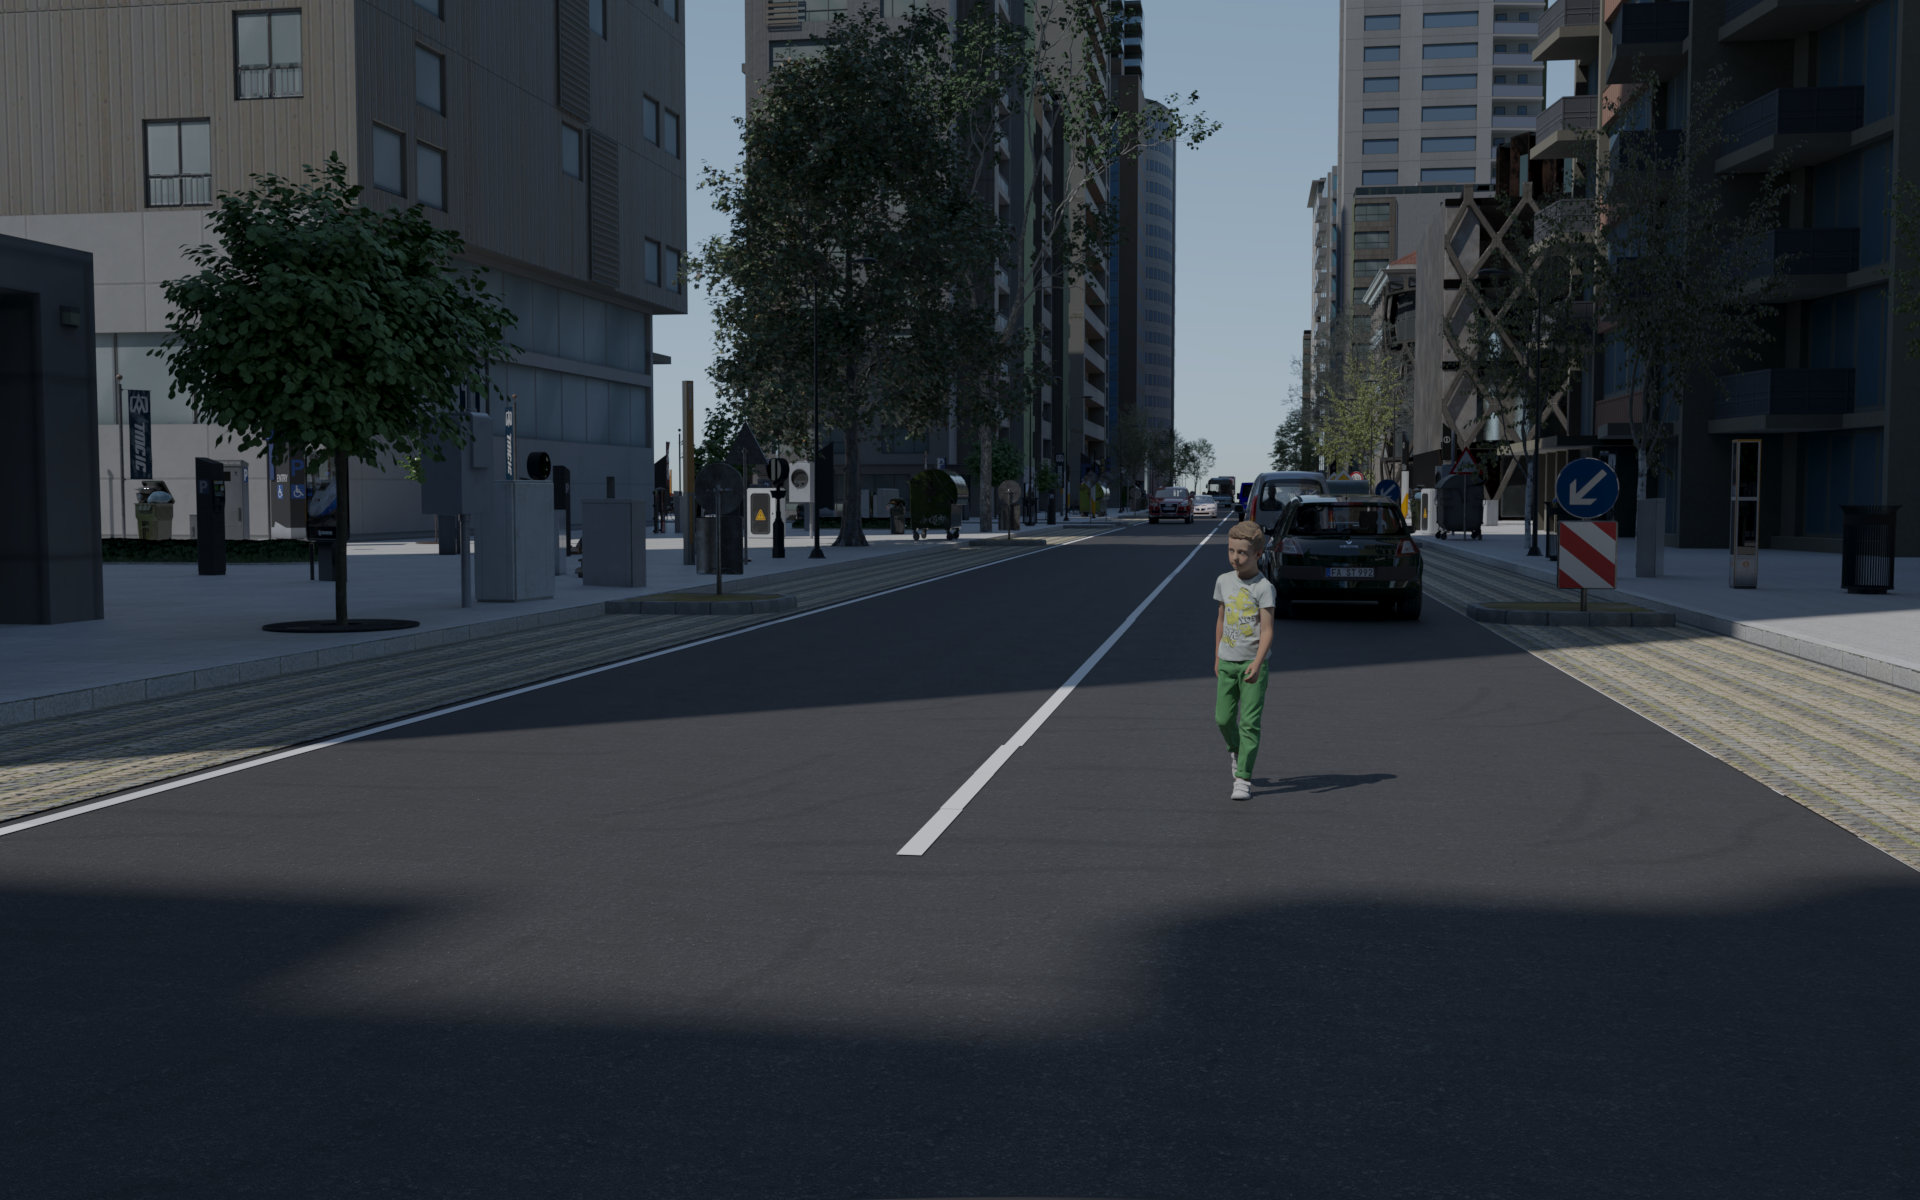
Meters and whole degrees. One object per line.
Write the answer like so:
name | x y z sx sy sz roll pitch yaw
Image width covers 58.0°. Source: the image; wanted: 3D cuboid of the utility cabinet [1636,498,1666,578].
utility cabinet | 10.765 -0.969 27.009 0.306 1.237 1.020 2 4 29

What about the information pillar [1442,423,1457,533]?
information pillar | 15.997 -3.997 56.701 0.504 3.616 0.183 0 4 6

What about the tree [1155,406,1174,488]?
tree | 14.693 -11.896 144.855 4.360 8.622 3.978 0 3 0

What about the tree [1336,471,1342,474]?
tree | 28.518 -8.287 130.095 1.663 3.219 1.824 0 3 0

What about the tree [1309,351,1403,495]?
tree | 20.676 -8.440 88.349 4.737 8.622 4.395 0 3 0

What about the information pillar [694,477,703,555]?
information pillar | -5.654 -1.975 36.788 0.304 2.012 0.304 -2 4 -26

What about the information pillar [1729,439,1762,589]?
information pillar | 10.638 -1.161 23.475 0.304 2.012 0.304 1 4 12

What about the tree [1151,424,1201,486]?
tree | 28.774 -18.151 231.178 8.767 10.594 7.601 -3 5 -40

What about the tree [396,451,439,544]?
tree | -13.398 -3.055 44.545 1.663 3.219 1.824 0 3 0

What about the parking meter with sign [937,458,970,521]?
parking meter with sign | -0.285 -5.329 83.397 0.543 3.016 1.738 3 5 44

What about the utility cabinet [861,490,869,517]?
utility cabinet | -5.078 -4.698 85.486 1.173 1.500 0.318 -2 4 -32

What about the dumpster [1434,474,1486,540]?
dumpster | 14.084 -2.631 48.768 1.264 1.857 1.865 1 4 9

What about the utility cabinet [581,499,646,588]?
utility cabinet | -4.816 -0.793 24.121 1.020 1.237 0.306 3 4 36

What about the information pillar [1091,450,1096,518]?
information pillar | 7.014 -6.110 91.261 0.183 3.616 0.504 -1 4 -17

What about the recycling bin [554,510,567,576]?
recycling bin | -6.677 -0.915 27.518 0.722 1.027 0.722 0 4 -3

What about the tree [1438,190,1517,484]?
tree | 13.385 -5.528 40.747 4.360 8.622 3.978 0 3 0

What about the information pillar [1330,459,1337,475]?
information pillar | 25.185 -7.680 116.923 0.504 3.616 0.183 3 5 44

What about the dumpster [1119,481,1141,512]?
dumpster | 12.486 -7.635 127.325 1.502 2.255 1.985 1 4 9

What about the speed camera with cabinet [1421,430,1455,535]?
speed camera with cabinet | 15.106 -3.683 54.548 0.660 3.252 2.038 0 4 -2

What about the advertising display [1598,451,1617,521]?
advertising display | 9.833 -1.290 26.310 0.123 1.923 0.974 2 4 28

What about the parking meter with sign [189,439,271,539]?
parking meter with sign | -16.355 -2.603 38.827 1.738 3.016 0.543 0 4 -5

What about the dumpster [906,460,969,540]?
dumpster | -0.649 -2.819 48.577 1.502 2.255 1.985 1 4 9

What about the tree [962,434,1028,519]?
tree | 1.788 -6.413 88.560 4.285 4.588 4.351 0 3 0

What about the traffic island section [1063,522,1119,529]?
traffic island section | 5.455 -3.078 72.613 2.009 0.180 2.903 1 4 9

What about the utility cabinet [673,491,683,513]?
utility cabinet | -18.007 -6.238 110.674 0.318 1.500 1.173 0 4 6

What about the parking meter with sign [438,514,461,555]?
parking meter with sign | -10.925 -2.502 37.162 0.543 3.016 1.738 -1 4 -12

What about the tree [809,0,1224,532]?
tree | 1.646 -12.279 56.647 12.611 20.169 13.585 0 3 0

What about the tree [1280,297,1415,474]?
tree | 24.991 -12.076 107.819 12.009 13.543 11.850 0 3 0

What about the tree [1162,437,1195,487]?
tree | 27.711 -16.505 220.218 4.737 8.622 4.395 0 3 0

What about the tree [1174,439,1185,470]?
tree | 19.058 -13.129 165.020 4.360 8.622 3.978 0 3 0

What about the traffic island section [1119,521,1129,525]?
traffic island section | 6.769 -3.560 80.490 2.009 0.180 2.903 1 4 9

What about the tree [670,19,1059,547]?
tree | -2.641 -7.672 42.447 9.611 12.733 9.660 0 3 0

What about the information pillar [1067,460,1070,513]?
information pillar | 7.290 -7.693 117.131 0.183 3.616 0.504 -1 4 -16

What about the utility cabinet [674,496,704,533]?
utility cabinet | -8.986 -2.831 57.446 0.306 1.237 1.020 3 5 44

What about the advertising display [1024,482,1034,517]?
advertising display | 3.843 -5.586 96.547 0.123 1.923 0.974 2 4 32

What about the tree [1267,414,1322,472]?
tree | 45.273 -19.333 234.222 7.486 12.596 7.792 0 3 0

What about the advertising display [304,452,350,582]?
advertising display | -9.317 -1.241 25.505 0.974 1.923 0.123 3 4 38

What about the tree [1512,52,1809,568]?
tree | 12.025 -4.855 29.740 4.360 8.622 3.978 0 3 0

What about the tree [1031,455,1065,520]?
tree | 4.209 -5.494 84.431 1.663 3.219 1.824 0 3 0

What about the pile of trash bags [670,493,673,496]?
pile of trash bags | -24.311 -7.809 137.435 3.447 1.369 1.912 -2 4 -30

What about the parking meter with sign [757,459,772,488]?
parking meter with sign | -9.855 -5.558 87.134 0.543 3.016 1.738 -2 4 -31

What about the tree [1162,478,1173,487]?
tree | 23.682 -12.278 195.345 1.663 3.219 1.824 0 3 0

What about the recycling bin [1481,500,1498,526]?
recycling bin | 21.031 -3.472 69.316 0.722 1.027 0.722 -2 4 -31

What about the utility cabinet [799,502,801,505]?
utility cabinet | -8.046 -4.927 91.714 1.020 1.237 0.306 2 4 30

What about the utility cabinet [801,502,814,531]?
utility cabinet | -5.150 -2.998 60.180 0.306 1.237 1.020 -1 4 -19

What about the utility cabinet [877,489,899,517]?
utility cabinet | -2.955 -3.838 71.432 0.318 1.500 1.173 2 4 32

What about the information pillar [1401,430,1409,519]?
information pillar | 16.260 -4.399 63.275 0.183 3.616 0.504 0 4 -6

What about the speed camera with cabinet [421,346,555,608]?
speed camera with cabinet | -5.527 -1.591 20.350 0.660 3.252 2.038 1 4 16

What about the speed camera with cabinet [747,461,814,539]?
speed camera with cabinet | -5.101 -3.385 49.686 2.038 3.252 0.660 1 4 22

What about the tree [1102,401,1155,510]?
tree | 13.414 -11.554 139.262 4.360 8.622 3.978 0 3 0

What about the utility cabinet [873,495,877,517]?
utility cabinet | -3.747 -4.321 81.807 0.306 1.237 1.020 -2 4 -28

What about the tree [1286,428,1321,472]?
tree | 37.430 -14.558 188.383 4.360 8.622 3.978 0 3 0

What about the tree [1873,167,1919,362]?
tree | 17.904 -4.828 29.307 4.737 8.622 4.395 0 3 0

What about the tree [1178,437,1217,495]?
tree | 42.715 -23.679 312.906 9.928 11.665 9.643 0 3 0

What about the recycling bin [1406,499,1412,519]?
recycling bin | 23.754 -4.773 90.591 0.722 1.027 0.722 2 4 28

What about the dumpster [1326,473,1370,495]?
dumpster | 15.149 -3.880 68.388 1.985 2.255 1.502 1 4 10
